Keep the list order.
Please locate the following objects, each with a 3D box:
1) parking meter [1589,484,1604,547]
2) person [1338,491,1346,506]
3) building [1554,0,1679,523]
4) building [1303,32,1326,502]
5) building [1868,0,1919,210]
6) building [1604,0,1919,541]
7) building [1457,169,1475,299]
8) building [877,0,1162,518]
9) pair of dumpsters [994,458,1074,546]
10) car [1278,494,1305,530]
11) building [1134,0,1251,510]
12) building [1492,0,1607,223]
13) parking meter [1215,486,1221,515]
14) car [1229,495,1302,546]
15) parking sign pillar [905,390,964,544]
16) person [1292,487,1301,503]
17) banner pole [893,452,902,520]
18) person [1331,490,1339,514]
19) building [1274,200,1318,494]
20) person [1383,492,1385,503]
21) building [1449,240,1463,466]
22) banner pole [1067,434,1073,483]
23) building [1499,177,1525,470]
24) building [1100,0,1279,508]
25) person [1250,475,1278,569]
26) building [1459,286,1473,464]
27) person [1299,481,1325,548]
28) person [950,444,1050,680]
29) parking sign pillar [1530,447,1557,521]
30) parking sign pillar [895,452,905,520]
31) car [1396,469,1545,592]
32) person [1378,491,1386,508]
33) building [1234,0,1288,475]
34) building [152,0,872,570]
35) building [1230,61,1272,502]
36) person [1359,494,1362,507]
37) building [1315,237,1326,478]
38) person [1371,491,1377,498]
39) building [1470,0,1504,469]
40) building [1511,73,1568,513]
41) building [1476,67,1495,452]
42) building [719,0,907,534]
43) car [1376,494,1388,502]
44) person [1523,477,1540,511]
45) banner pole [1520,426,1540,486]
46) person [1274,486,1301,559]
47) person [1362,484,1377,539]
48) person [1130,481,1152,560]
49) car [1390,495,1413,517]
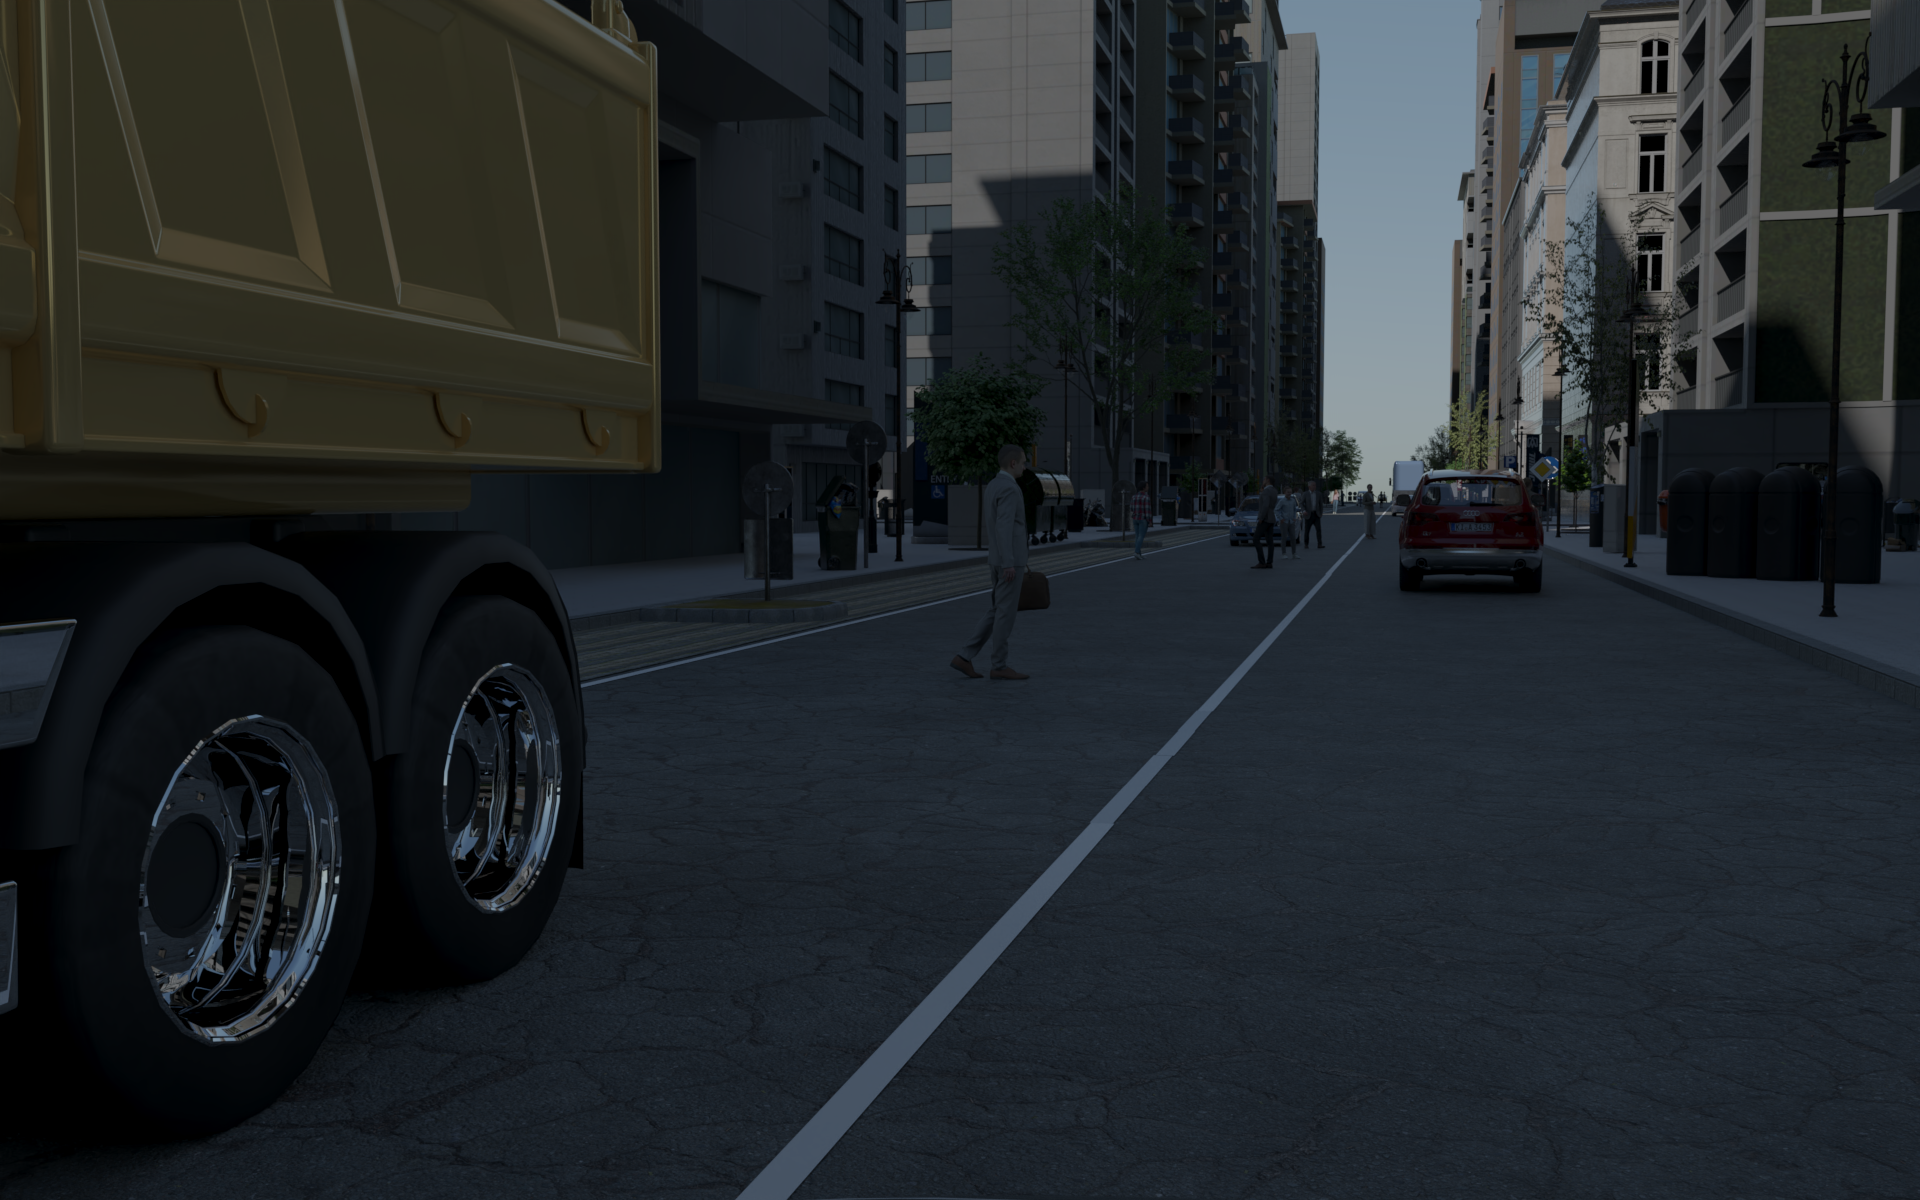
[{"bbox_3d":[15.408,-2.044,41.831,0.372,1.533,0.369,0,3,0],"label":"parking meter"},{"bbox_3d":[44.072,-11.684,199.613,1.350,1.814,0.705,-3,4,-39],"label":"person"},{"bbox_3d":[51.025,-18.529,79.359,44.131,29.872,17.030,1,4,14],"label":"building"},{"bbox_3d":[48.467,-51.215,275.615,20.563,71.187,20.611,1,4,14],"label":"building"},{"bbox_3d":[27.181,-26.120,16.295,28.713,52.752,27.495,1,4,14],"label":"building"},{"bbox_3d":[31.327,-37.414,49.965,20.563,71.187,20.611,1,4,14],"label":"building"},{"bbox_3d":[92.691,-41.688,270.835,28.713,52.752,27.495,1,4,14],"label":"building"},{"bbox_3d":[1.745,-40.573,101.628,20.563,71.187,20.611,1,4,14],"label":"building"},{"bbox_3d":[1.835,-2.602,45.034,1.574,2.255,4.437,1,4,14],"label":"pair of dumpsters"},{"bbox_3d":[12.579,-3.565,68.069,2.009,1.686,4.222,1,4,13],"label":"car"},{"bbox_3d":[10.664,-29.356,134.587,22.147,44.769,28.867,1,4,14],"label":"building"},{"bbox_3d":[54.730,-30.799,153.678,14.600,45.320,14.200,1,4,14],"label":"building"},{"bbox_3d":[15.918,-6.191,106.926,0.399,1.863,0.255,0,4,6],"label":"parking meter"},{"bbox_3d":[8.686,-2.265,49.038,2.014,1.417,4.499,1,4,15],"label":"car"},{"bbox_3d":[-0.559,-3.447,44.828,1.447,3.967,1.447,0,4,5],"label":"parking sign pillar"},{"bbox_3d":[15.187,-4.224,78.138,0.480,1.755,0.524,0,4,0],"label":"person"},{"bbox_3d":[-3.110,-5.937,87.094,0.863,3.779,0.401,-1,4,-19],"label":"banner pole"},{"bbox_3d":[27.206,-7.123,125.548,0.593,1.750,0.643,2,4,26],"label":"person"},{"bbox_3d":[40.478,-36.587,252.815,22.147,44.769,28.867,1,4,14],"label":"building"},{"bbox_3d":[67.784,-16.399,276.556,0.705,1.831,1.348,1,4,15],"label":"person"},{"bbox_3d":[90.325,-39.330,293.158,14.600,45.320,14.200,1,4,14],"label":"building"},{"bbox_3d":[4.563,-5.028,72.217,0.401,3.779,0.863,-1,4,-11],"label":"banner pole"},{"bbox_3d":[49.824,-20.821,133.929,14.314,27.812,24.014,1,4,14],"label":"building"},{"bbox_3d":[28.913,-46.850,204.249,20.563,71.187,20.611,1,4,14],"label":"building"},{"bbox_3d":[5.870,-1.510,33.378,0.592,1.802,0.473,-3,5,-44],"label":"person"},{"bbox_3d":[80.092,-29.414,252.626,14.160,30.474,14.107,1,4,14],"label":"building"},{"bbox_3d":[9.262,-2.232,45.389,0.661,1.777,0.834,-1,4,-16],"label":"person"},{"bbox_3d":[0.361,-0.292,13.387,0.853,1.813,0.709,-1,4,-17],"label":"person"},{"bbox_3d":[27.261,-5.712,81.858,1.447,3.967,1.447,-3,5,-41],"label":"parking sign pillar"},{"bbox_3d":[-2.437,-5.881,84.632,1.447,3.967,1.447,3,5,43],"label":"parking sign pillar"},{"bbox_3d":[7.930,-1.117,26.944,2.281,1.827,5.304,1,4,16],"label":"car"},{"bbox_3d":[43.180,-10.270,177.199,0.721,1.735,1.217,-2,4,-30],"label":"person"},{"bbox_3d":[19.011,-36.288,182.555,28.713,52.752,27.495,1,4,14],"label":"building"},{"bbox_3d":[-18.181,-26.691,25.640,28.713,52.752,27.495,1,4,14],"label":"building"},{"bbox_3d":[21.099,-29.183,160.734,14.154,41.232,14.086,1,4,14],"label":"building"},{"bbox_3d":[44.287,-10.971,191.095,0.599,1.433,0.991,0,4,5],"label":"person"},{"bbox_3d":[54.433,-39.375,293.894,14.600,45.320,14.200,1,4,14],"label":"building"},{"bbox_3d":[49.162,-12.144,207.019,1.348,1.831,0.705,1,4,13],"label":"person"},{"bbox_3d":[70.572,-40.322,201.260,21.231,58.520,28.212,1,4,14],"label":"building"},{"bbox_3d":[43.528,-19.947,112.034,13.634,28.700,20.117,1,4,14],"label":"building"},{"bbox_3d":[63.871,-31.765,173.987,22.147,44.769,28.867,1,4,14],"label":"building"},{"bbox_3d":[-9.697,-17.801,62.746,14.107,30.474,14.160,1,4,14],"label":"building"},{"bbox_3d":[73.756,-17.880,302.563,2.015,1.641,3.980,1,4,13],"label":"car"},{"bbox_3d":[11.051,-1.512,33.770,0.519,1.759,0.362,2,4,31],"label":"person"},{"bbox_3d":[20.801,-4.494,63.491,0.863,3.779,0.401,1,4,23],"label":"banner pole"},{"bbox_3d":[7.232,-1.710,38.268,0.589,1.601,0.330,-1,4,-13],"label":"person"},{"bbox_3d":[13.105,-2.832,55.348,0.519,1.759,0.362,-3,4,-36],"label":"person"},{"bbox_3d":[3.944,-1.750,37.947,0.643,1.720,0.563,-3,4,-36],"label":"person"},{"bbox_3d":[28.835,-6.080,111.776,2.083,1.381,4.827,1,4,13],"label":"car"}]
